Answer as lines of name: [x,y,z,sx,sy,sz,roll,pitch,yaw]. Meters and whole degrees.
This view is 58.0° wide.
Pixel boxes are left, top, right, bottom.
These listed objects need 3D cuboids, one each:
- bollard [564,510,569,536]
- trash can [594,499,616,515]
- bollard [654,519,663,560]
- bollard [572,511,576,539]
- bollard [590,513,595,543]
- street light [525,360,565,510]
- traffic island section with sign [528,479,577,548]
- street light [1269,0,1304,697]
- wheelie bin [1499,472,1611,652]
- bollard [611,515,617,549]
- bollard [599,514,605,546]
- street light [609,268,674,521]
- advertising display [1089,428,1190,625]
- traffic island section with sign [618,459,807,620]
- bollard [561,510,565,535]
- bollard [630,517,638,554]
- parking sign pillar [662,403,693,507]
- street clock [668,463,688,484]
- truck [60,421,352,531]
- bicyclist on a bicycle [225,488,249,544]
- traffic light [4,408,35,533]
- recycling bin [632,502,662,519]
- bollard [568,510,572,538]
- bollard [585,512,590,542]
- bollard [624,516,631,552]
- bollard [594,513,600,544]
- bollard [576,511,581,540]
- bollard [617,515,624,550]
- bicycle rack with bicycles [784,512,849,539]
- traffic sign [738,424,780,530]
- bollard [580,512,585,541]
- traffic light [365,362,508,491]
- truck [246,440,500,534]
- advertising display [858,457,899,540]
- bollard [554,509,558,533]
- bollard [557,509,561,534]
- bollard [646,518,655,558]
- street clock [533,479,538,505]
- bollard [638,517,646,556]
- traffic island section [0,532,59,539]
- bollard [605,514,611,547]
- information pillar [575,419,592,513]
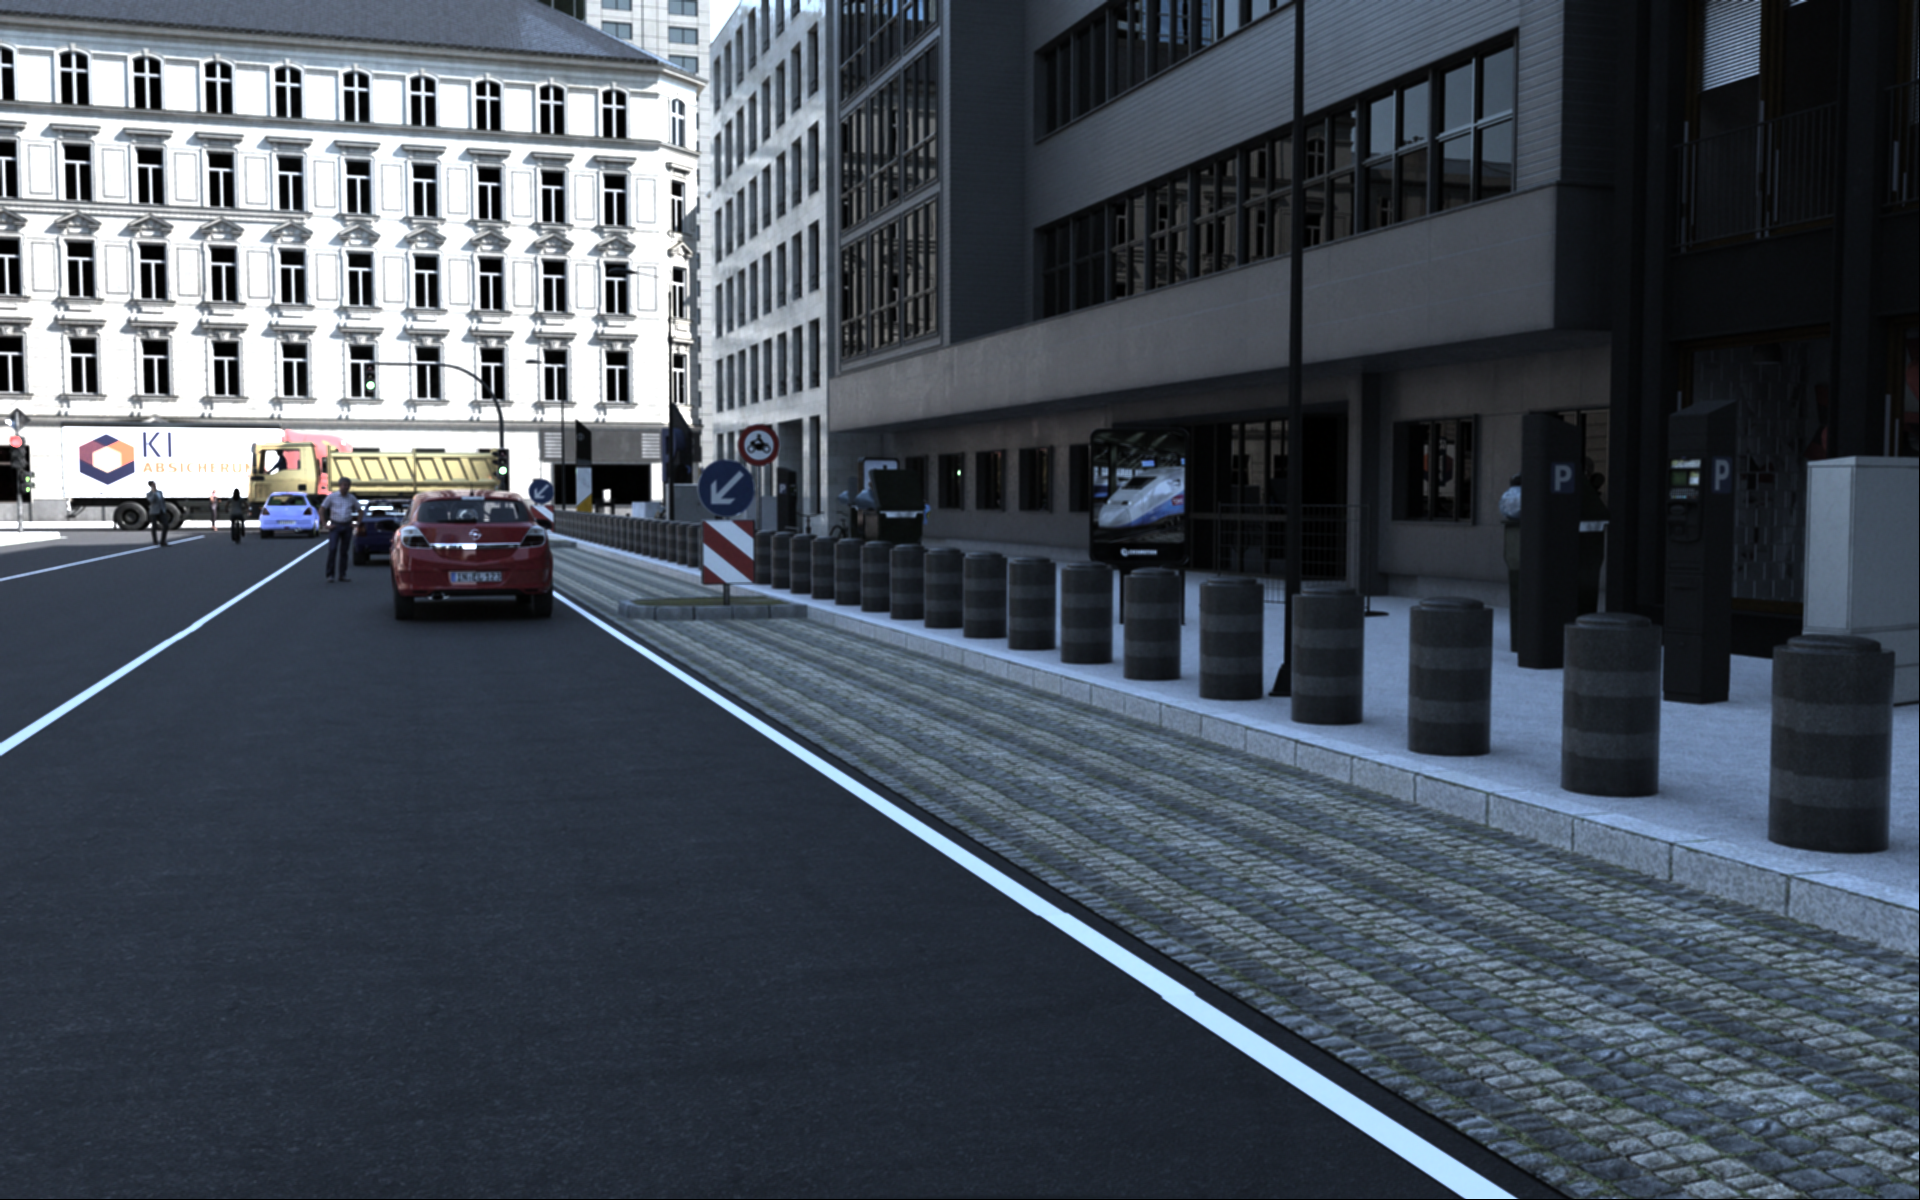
bollard: [-11.626,-2.294,52.219,0.404,0.777,0.398,0,3,0]
trash can: [-11.309,-2.662,55.175,0.748,1.137,0.748,0,3,0]
bollard: [-5.703,-1.172,33.875,0.404,0.777,0.398,0,3,0]
bollard: [-10.883,-2.153,49.914,0.404,0.777,0.398,0,3,0]
bollard: [-9.403,-1.873,45.338,0.404,0.777,0.398,0,3,0]
street light: [-14.375,-5.367,60.294,1.470,5.913,1.316,-1,4,-18]
traffic island section with sign: [-11.423,-2.323,46.611,1.989,1.847,2.006,-1,4,-18]
street light: [1.606,-2.337,10.745,1.470,5.913,1.316,-1,4,-18]
wheelie bin: [4.783,-0.374,14.027,0.980,1.594,0.693,-3,5,-42]
bollard: [-7.926,-1.593,40.763,0.404,0.777,0.398,0,3,0]
bollard: [-8.670,-1.733,43.049,0.404,0.777,0.398,0,3,0]
street light: [-6.544,-3.877,35.927,1.470,5.913,1.316,-1,4,-18]
advertising display: [1.763,-0.723,17.031,0.974,1.923,0.123,1,4,13]
traffic island section with sign: [-2.998,-0.726,20.504,1.989,1.847,2.006,-1,4,-18]
bollard: [-11.995,-2.364,53.362,0.404,0.777,0.398,0,3,0]
bollard: [-6.817,-1.383,37.330,0.404,0.777,0.398,0,3,0]
parking sign pillar: [-8.285,-3.810,50.770,1.447,3.967,1.447,-2,4,-32]
street clock: [-6.663,-2.227,40.982,0.358,2.002,0.471,2,4,26]
truck: [-29.512,-4.921,69.378,11.283,4.237,2.839,-1,4,-19]
bicyclist on a bicycle: [-20.738,-2.426,49.692,1.499,1.676,1.625,-1,4,-19]
traffic light: [-30.648,-4.129,56.429,0.839,4.253,0.868,-1,4,-18]
recycling bin: [-10.324,-2.725,57.113,0.722,1.027,0.722,3,5,40]
bollard: [-11.255,-2.223,51.057,0.404,0.777,0.398,0,3,0]
bollard: [-9.777,-1.943,46.482,0.404,0.777,0.398,0,3,0]
bollard: [-7.189,-1.453,38.473,0.404,0.777,0.398,0,3,0]
bollard: [-9.036,-1.803,44.194,0.404,0.777,0.398,0,3,0]
bollard: [-10.516,-2.083,48.769,0.404,0.777,0.398,0,3,0]
bollard: [-7.561,-1.523,39.618,0.404,0.777,0.398,0,3,0]
bicycle rack with bicycles: [-2.446,-1.343,35.333,2.852,0.926,2.925,-1,4,-14]
traffic sign: [-3.668,-1.926,31.590,0.768,2.556,0.104,-1,4,-15]
bollard: [-10.146,-2.013,47.626,0.404,0.777,0.398,0,3,0]
traffic light: [-18.139,-5.239,60.326,4.771,5.953,1.251,-1,4,-18]
truck: [-22.112,-4.185,64.349,9.791,3.379,3.469,-1,4,-18]
advertising display: [-1.446,-1.568,30.857,0.123,1.923,0.974,3,5,40]
bollard: [-12.740,-2.505,55.665,0.404,0.777,0.398,0,3,0]
bollard: [-12.367,-2.434,54.505,0.404,0.777,0.398,0,3,0]
bollard: [-6.074,-1.242,35.018,0.404,0.777,0.398,0,3,0]
street clock: [-19.933,-4.702,81.443,0.358,2.002,0.471,0,4,-6]
bollard: [-6.447,-1.312,36.173,0.404,0.777,0.398,0,3,0]
traffic island section: [-30.689,-2.096,56.551,2.009,0.180,2.903,-1,4,-18]
bollard: [-8.301,-1.663,41.905,0.404,0.777,0.398,0,3,0]
information pillar: [-11.734,-3.830,53.968,0.504,3.616,0.183,-1,4,-22]
